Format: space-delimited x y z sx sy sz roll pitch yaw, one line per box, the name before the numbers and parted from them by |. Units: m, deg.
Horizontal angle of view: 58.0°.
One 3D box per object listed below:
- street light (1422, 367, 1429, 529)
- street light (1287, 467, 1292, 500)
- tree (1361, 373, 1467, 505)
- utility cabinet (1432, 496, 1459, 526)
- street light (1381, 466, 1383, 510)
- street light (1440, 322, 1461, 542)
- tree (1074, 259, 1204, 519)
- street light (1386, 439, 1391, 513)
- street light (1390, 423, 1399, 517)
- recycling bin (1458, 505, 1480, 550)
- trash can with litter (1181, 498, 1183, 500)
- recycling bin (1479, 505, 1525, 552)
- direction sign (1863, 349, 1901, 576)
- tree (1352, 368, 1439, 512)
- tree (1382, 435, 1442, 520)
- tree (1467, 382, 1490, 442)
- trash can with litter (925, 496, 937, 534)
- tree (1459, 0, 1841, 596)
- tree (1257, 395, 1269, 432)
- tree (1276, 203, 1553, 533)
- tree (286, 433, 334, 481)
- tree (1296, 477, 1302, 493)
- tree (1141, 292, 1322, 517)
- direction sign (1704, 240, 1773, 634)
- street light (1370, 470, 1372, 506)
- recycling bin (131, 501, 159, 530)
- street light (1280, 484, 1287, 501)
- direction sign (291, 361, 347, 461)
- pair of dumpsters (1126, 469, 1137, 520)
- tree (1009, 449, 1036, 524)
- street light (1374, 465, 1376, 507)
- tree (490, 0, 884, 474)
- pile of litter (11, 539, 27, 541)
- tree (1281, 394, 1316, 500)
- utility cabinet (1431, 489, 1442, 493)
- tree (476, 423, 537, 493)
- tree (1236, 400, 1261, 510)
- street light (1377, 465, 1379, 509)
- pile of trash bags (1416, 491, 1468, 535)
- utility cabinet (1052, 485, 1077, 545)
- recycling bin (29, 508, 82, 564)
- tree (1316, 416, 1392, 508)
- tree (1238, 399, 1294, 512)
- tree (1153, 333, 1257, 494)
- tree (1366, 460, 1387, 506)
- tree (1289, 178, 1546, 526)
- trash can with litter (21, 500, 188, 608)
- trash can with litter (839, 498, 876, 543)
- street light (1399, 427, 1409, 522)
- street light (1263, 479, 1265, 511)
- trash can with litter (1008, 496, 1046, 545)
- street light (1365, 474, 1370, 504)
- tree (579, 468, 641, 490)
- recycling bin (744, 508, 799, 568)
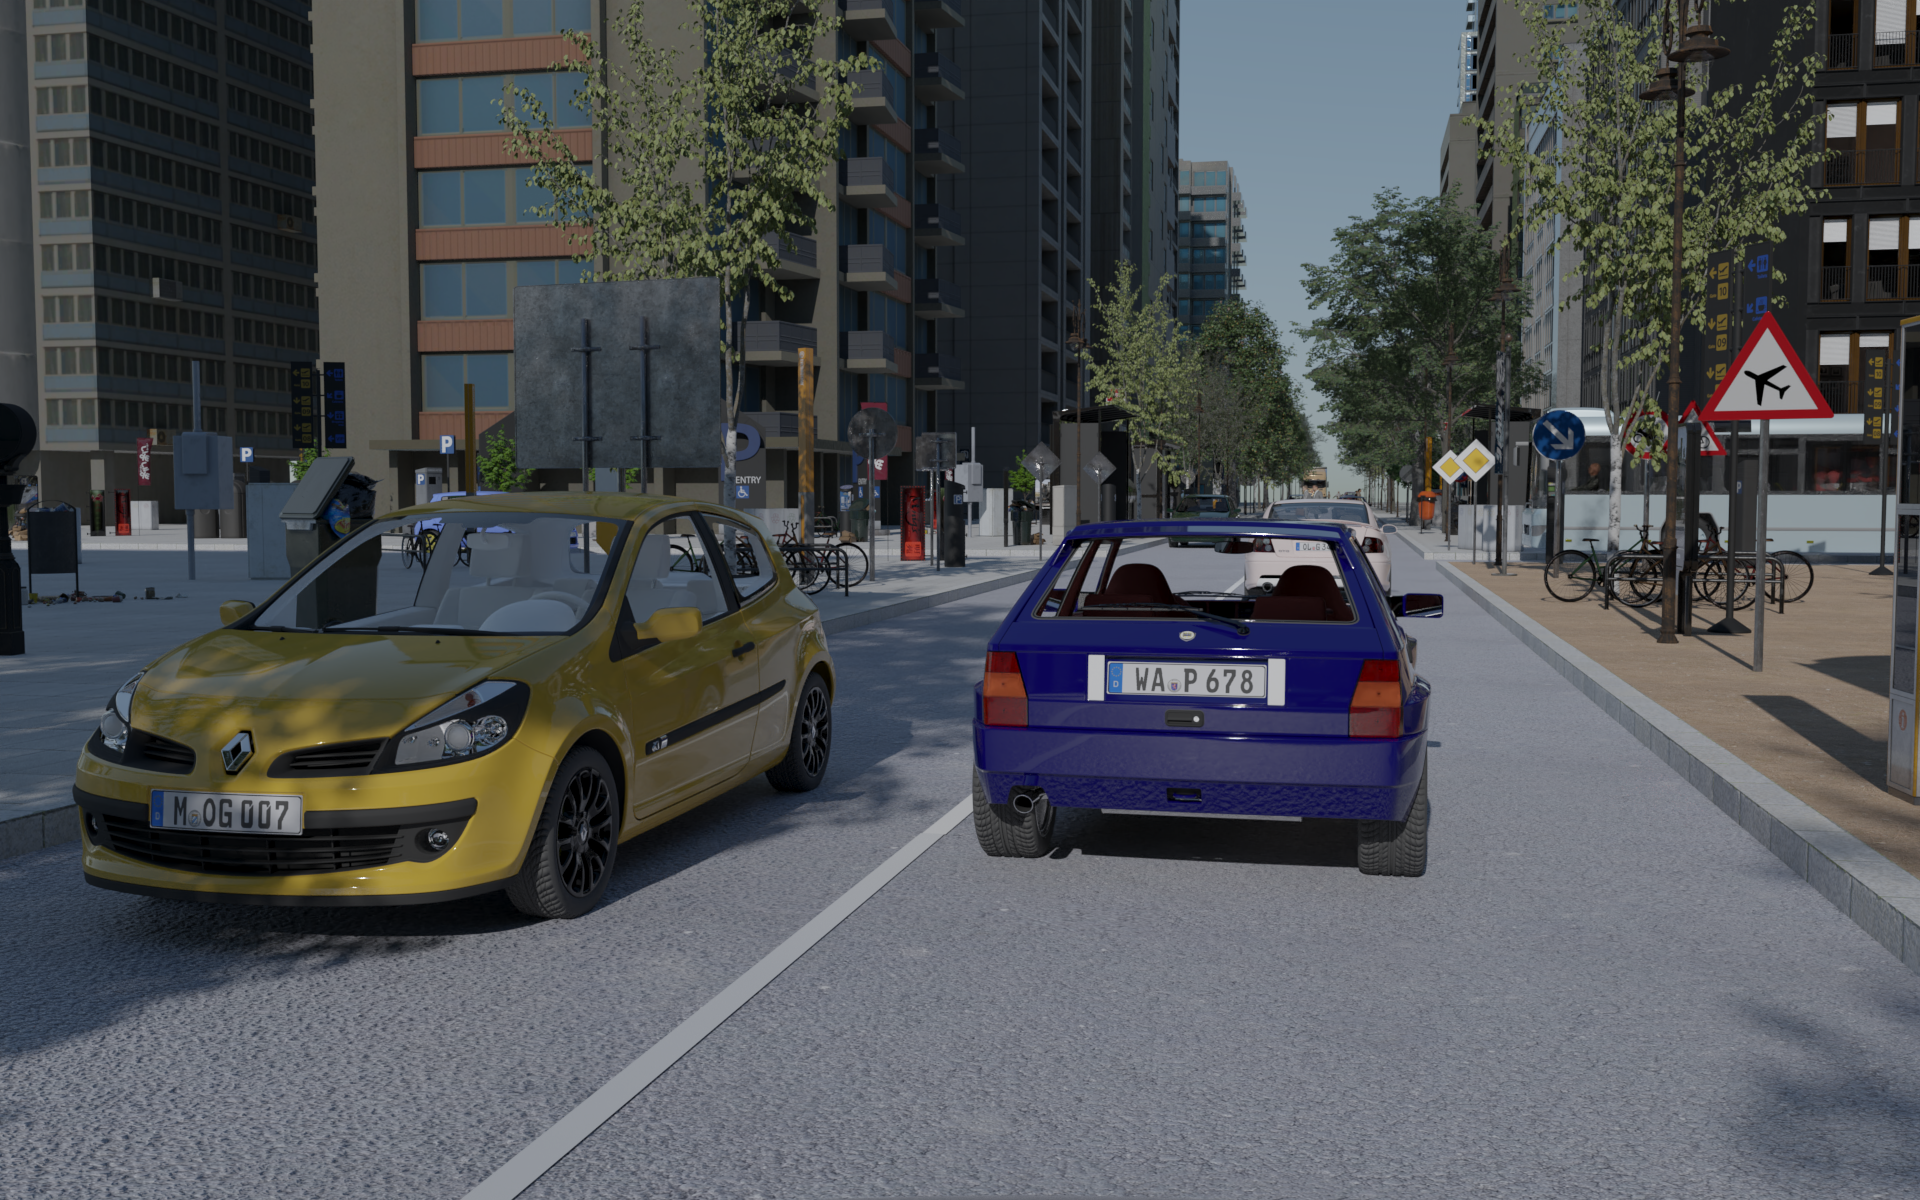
street light | 16.935 -5.521 63.052 0.468 5.910 1.993 1 4 13
street light | 34.263 -12.754 181.317 0.468 5.910 1.993 1 4 13
tree | 26.272 -9.191 100.633 4.360 8.622 3.978 0 3 0
utility cabinet | 19.691 -3.615 70.270 1.020 1.237 0.306 1 4 18
street light | 29.721 -9.023 120.314 0.468 5.910 1.993 1 4 13
street light | 13.195 -4.520 46.695 0.468 5.910 1.993 1 4 13
tree | 5.613 -6.339 54.000 4.737 8.622 4.395 0 3 0
street light | 27.949 -8.520 112.085 0.468 5.910 1.993 1 4 13
street light | 24.264 -7.529 95.887 0.468 5.910 1.993 1 4 13
recycling bin | 12.017 -1.683 40.066 0.722 1.027 0.722 -1 4 -14
trash can with litter | 10.696 -4.521 85.306 0.624 1.170 1.055 3 5 39
recycling bin | 12.154 -1.601 38.725 0.722 1.027 0.722 2 4 35
direction sign | 14.600 -2.160 27.321 0.876 3.537 0.379 -1 4 -17
tree | 31.664 -12.299 126.836 9.928 11.665 9.643 0 3 0
tree | 22.850 -6.291 86.572 4.285 4.588 4.351 0 3 0
tree | 32.502 -9.623 107.698 4.360 8.622 3.978 0 3 0
trash can with litter | -0.768 -2.755 56.109 1.678 1.210 2.233 2 4 31
tree | 8.475 -4.354 21.546 4.737 8.622 4.395 0 3 0
tree | 12.903 -8.264 85.478 4.360 8.622 3.978 0 3 0
tree | 15.606 -7.464 56.445 7.601 10.594 8.767 -1 4 -12
tree | -19.945 -3.589 53.281 1.663 3.219 1.824 0 3 0
tree | 49.359 -18.357 250.499 4.360 8.622 3.978 0 3 0
tree | 15.532 -11.112 98.687 9.611 12.733 9.660 0 3 0
direction sign | 7.142 -1.466 15.972 0.379 3.537 0.876 -1 4 -13
street light | 40.707 -12.048 169.778 0.468 5.910 1.993 1 4 13
recycling bin | -29.119 -3.016 61.871 0.722 1.027 0.722 0 4 -6
street light | 30.565 -11.750 164.897 0.468 5.910 1.993 1 4 13
direction sign | -10.977 -2.307 29.711 0.876 3.537 0.379 -1 4 -11
pair of dumpsters | 5.219 -3.574 60.931 1.574 2.255 4.437 1 4 13
tree | 2.725 -4.878 74.353 1.663 3.219 1.824 0 3 0
street light | 37.107 -11.053 153.504 0.468 5.910 1.993 1 4 13
tree | -2.873 -4.259 20.005 4.737 8.622 4.395 0 3 0
pile of litter | -25.650 -2.078 47.932 1.176 0.858 1.719 2 4 27
tree | 38.181 -17.960 204.017 12.009 13.543 11.850 0 3 0
utility cabinet | 22.180 -4.455 81.526 1.173 1.500 0.318 3 5 40
tree | -12.322 -3.211 47.102 1.663 3.219 1.824 0 3 0
tree | 24.927 -12.787 143.474 8.767 10.594 7.601 1 4 16
street light | 33.454 -10.062 137.299 0.468 5.910 1.993 1 4 13
pile of trash bags | 15.879 -2.745 54.628 1.912 1.369 3.447 -3 5 -39
utility cabinet | 2.618 -2.127 43.452 0.318 1.500 1.173 1 4 19
recycling bin | -16.601 -1.176 31.785 0.722 1.027 0.722 -3 5 -40
tree | 39.857 -15.325 160.937 12.009 13.543 11.850 0 3 0
tree | 20.688 -10.394 120.298 4.737 8.622 4.395 0 3 0
tree | 10.548 -7.865 78.948 4.360 8.622 3.978 0 3 0
tree | 44.536 -14.149 181.703 4.737 8.622 4.395 0 3 0
tree | 18.385 -9.971 69.680 9.857 13.997 8.962 0 3 0
trash can with litter | -10.356 -0.586 20.641 2.233 1.210 1.678 -3 4 -38
trash can with litter | -2.741 -2.114 45.950 0.624 1.170 1.055 2 4 29
street light | 20.548 -6.522 79.421 0.468 5.910 1.993 1 4 13
street light | 23.203 -9.750 132.197 0.468 5.910 1.993 1 4 13
trash can with litter | 1.667 -1.971 43.616 0.624 1.170 1.055 3 5 39
street light | 48.064 -14.068 202.798 0.468 5.910 1.993 1 4 13
tree | -9.434 -3.228 47.386 1.663 3.219 1.824 0 3 0
recycling bin | -3.269 -1.071 30.063 0.722 1.027 0.722 -3 5 -43
